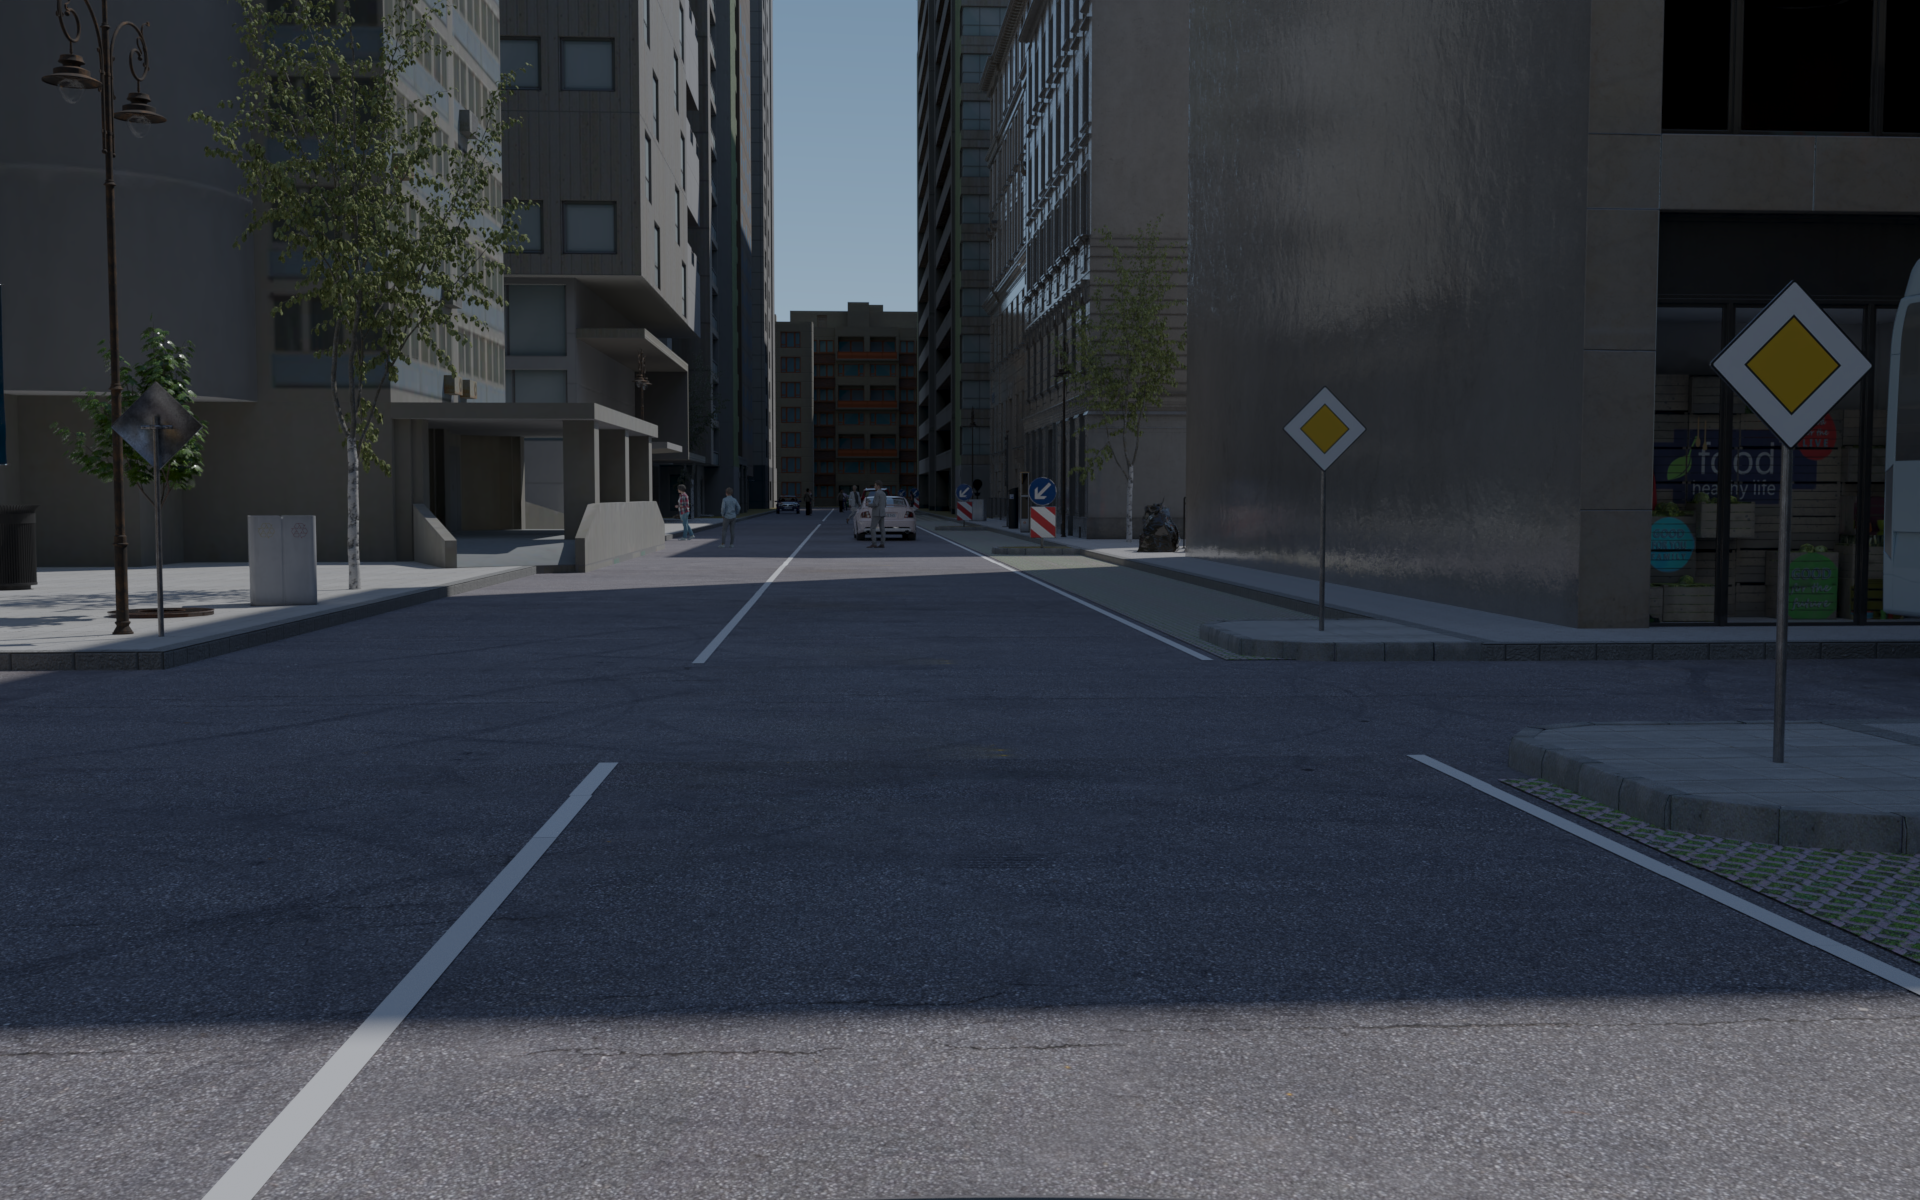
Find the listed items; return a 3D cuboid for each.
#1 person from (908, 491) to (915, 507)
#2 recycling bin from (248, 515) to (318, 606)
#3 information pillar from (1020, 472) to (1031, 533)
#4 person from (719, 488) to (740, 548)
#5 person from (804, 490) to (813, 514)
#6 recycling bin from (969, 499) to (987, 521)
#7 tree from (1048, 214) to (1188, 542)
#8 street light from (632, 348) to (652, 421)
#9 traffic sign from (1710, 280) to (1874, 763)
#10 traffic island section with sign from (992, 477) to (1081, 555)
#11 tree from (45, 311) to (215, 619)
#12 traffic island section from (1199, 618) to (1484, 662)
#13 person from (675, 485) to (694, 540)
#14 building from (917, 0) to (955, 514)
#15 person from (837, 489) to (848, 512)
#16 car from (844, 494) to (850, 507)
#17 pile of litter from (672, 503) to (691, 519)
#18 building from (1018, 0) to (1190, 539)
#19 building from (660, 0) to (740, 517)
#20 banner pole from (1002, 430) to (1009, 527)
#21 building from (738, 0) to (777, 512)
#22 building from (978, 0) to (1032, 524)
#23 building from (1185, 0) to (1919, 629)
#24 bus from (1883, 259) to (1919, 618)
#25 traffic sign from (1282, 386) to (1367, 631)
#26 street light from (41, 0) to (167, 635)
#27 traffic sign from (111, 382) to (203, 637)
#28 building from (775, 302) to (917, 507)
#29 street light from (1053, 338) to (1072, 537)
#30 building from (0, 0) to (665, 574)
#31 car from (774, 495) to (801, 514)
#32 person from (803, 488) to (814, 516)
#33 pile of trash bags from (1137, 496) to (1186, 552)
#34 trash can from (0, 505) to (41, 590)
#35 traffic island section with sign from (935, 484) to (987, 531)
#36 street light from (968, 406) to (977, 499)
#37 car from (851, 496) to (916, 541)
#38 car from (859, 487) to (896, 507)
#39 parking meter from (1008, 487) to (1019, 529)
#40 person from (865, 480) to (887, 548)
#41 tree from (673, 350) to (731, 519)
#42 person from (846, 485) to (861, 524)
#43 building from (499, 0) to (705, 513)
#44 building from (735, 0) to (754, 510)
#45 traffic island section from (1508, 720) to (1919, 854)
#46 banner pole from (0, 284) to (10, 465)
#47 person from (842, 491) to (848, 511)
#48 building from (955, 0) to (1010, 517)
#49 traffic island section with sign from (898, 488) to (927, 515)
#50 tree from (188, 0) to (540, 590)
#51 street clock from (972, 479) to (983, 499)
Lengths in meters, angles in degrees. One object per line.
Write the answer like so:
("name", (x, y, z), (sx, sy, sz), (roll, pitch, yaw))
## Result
("person", (-3.130, -6.214, 111.572), (0.415, 1.643, 0.593), (-1, 4, -19))
("recycling bin", (-7.900, -0.467, 20.188), (0.722, 1.027, 0.722), (-1, 4, -23))
("information pillar", (2.177, -3.251, 57.641), (0.304, 2.012, 0.304), (1, 4, 12))
("person", (-6.181, -2.209, 46.422), (0.589, 1.601, 0.330), (-2, 4, -26))
("person", (-10.976, -7.084, 125.119), (0.742, 1.727, 0.445), (1, 4, 20))
("recycling bin", (0.846, -4.248, 82.005), (0.722, 1.027, 0.722), (1, 4, 13))
("tree", (4.474, -5.855, 46.099), (4.737, 8.622, 4.395), (0, 3, 0))
("street light", (-10.113, -5.040, 55.184), (0.468, 5.910, 1.993), (0, 4, -4))
("traffic sign", (3.911, -0.280, 8.220), (0.795, 2.450, 0.064), (0, 4, -4))
("traffic island section with sign", (1.782, -2.004, 41.394), (1.989, 1.847, 2.006), (0, 4, -4))
("tree", (-8.442, -1.454, 18.367), (1.663, 3.219, 1.824), (0, 3, 0))
("traffic island section", (3.413, 0.368, 16.267), (2.009, 0.180, 2.903), (0, 4, -4))
("person", (-8.497, -2.703, 53.527), (0.643, 1.720, 0.563), (-1, 4, -19))
("building", (7.601, -31.701, 142.014), (21.300, 48.544, 21.600), (0, 4, -4))
("person", (-9.278, -7.773, 135.591), (0.705, 1.823, 1.348), (2, 4, 32))
("car", (-10.225, -9.205, 162.292), (2.131, 1.459, 4.920), (0, 4, -5))
("pile of litter", (-14.252, -4.591, 89.027), (1.176, 0.858, 1.719), (1, 4, 16))
("building", (7.668, -12.744, 57.515), (9.793, 20.994, 18.267), (0, 4, -4))
("building", (-19.929, -25.258, 96.566), (14.154, 41.232, 14.086), (0, 4, -4))
("banner pole", (1.795, -4.712, 67.065), (0.401, 3.779, 0.863), (1, 4, 12))
("building", (-27.354, -43.821, 154.717), (20.611, 71.187, 20.563), (0, 4, -4))
("building", (7.941, -17.233, 79.031), (12.463, 27.353, 25.104), (0, 4, -4))
("building", (22.221, -13.568, 26.357), (34.151, 26.468, 19.350), (0, 4, -4))
("bus", (14.007, -1.109, 12.996), (13.247, 3.499, 2.948), (0, 4, -5))
("traffic sign", (3.390, -0.767, 16.188), (0.795, 2.450, 0.064), (0, 4, -4))
("street light", (-7.664, -2.623, 15.680), (0.468, 5.910, 1.993), (0, 4, -4))
("traffic sign", (-7.183, -0.726, 15.520), (0.795, 2.450, 0.064), (0, 4, -4))
("building", (-10.168, -20.966, 187.830), (28.899, 21.520, 27.650), (0, 4, -4))
("street light", (3.086, -4.810, 51.423), (0.468, 5.910, 1.993), (0, 4, -4))
("building", (-23.340, -21.055, 36.127), (32.217, 40.220, 23.993), (0, 4, -4))
("car", (-12.526, -6.944, 126.110), (1.945, 1.354, 3.894), (0, 4, -6))
("person", (-10.146, -6.564, 115.835), (0.705, 1.823, 1.348), (-2, 4, -35))
("pile of trash bags", (5.145, -1.822, 39.543), (1.912, 1.369, 3.447), (1, 4, 16))
("trash can", (-12.736, -0.708, 23.235), (0.748, 1.137, 0.748), (0, 3, 0))
("traffic island section with sign", (0.011, -3.649, 68.291), (1.989, 1.847, 2.006), (0, 4, -4))
("street light", (0.660, -7.226, 90.929), (0.468, 5.910, 1.993), (0, 4, -4))
("car", (-2.403, -2.597, 54.821), (2.083, 1.381, 4.827), (0, 4, -5))
("car", (-4.887, -5.664, 101.280), (2.281, 1.827, 5.304), (0, 4, -2))
("parking meter", (1.975, -3.399, 63.981), (0.372, 1.533, 0.369), (0, 3, 0))
("person", (-2.241, -2.290, 46.134), (0.583, 1.804, 0.606), (1, 4, 19))
("tree", (-13.811, -8.393, 87.593), (4.360, 8.622, 3.978), (0, 3, 0))
("person", (-4.993, -4.469, 81.450), (0.818, 1.842, 0.514), (3, 4, 37))
("building", (-24.959, -29.367, 69.391), (28.713, 52.752, 27.495), (0, 4, -4))
("building", (-23.174, -29.444, 131.514), (14.600, 45.320, 14.200), (0, 4, -4))
("traffic island section", (3.934, 0.855, 8.299), (2.009, 0.180, 2.903), (0, 4, -4))
("banner pole", (-10.225, -1.705, 17.889), (0.401, 3.779, 0.863), (2, 4, 27))
("person", (-9.939, -8.497, 148.363), (0.756, 1.711, 0.436), (0, 4, -4))
("building", (6.615, -25.562, 101.539), (14.154, 41.232, 14.086), (0, 4, -4))
("traffic island section with sign", (-3.235, -6.691, 118.023), (1.989, 1.847, 2.006), (0, 4, -4))
("tree", (-7.948, -4.454, 23.190), (4.737, 8.622, 4.395), (0, 3, 0))
("street clock", (0.831, -4.821, 83.387), (0.471, 2.002, 0.358), (-1, 4, -12))
